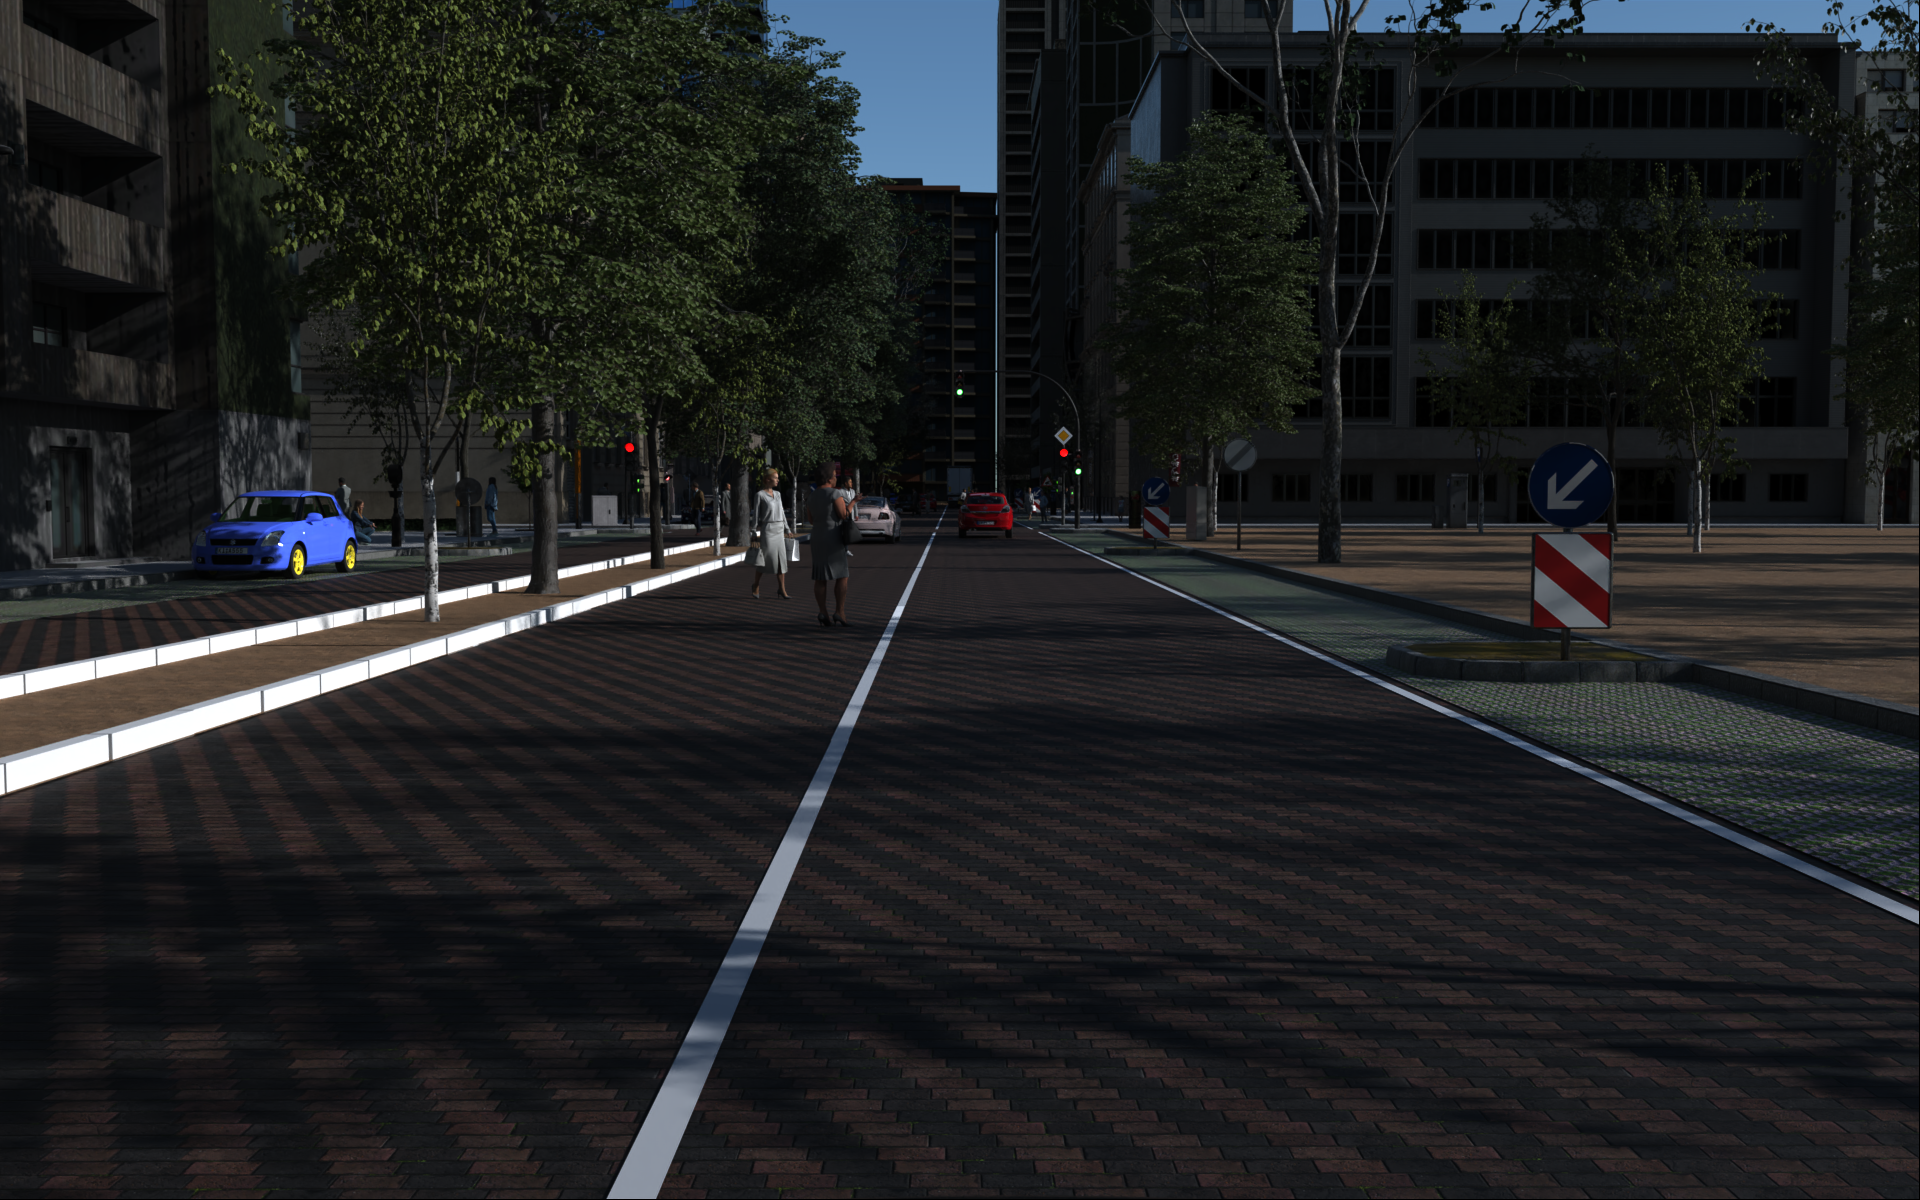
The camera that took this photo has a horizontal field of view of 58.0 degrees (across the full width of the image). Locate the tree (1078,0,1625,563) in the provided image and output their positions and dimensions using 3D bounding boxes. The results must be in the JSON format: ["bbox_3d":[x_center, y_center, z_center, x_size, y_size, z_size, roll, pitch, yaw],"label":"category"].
[{"bbox_3d":[5.901,-10.693,30.716,12.611,20.169,13.585,0,3,0],"label":"tree"}]

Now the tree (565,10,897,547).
[{"bbox_3d":[-6.042,-8.426,46.873,9.857,13.997,8.962,0,3,0],"label":"tree"}]

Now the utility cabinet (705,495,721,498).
[{"bbox_3d":[-14.131,-5.367,98.907,1.020,1.237,0.306,2,4,29],"label":"utility cabinet"}]

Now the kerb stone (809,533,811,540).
[{"bbox_3d":[-4.801,-1.936,53.852,0.120,0.150,1.000,0,4,0],"label":"kerb stone"}]

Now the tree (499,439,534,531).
[{"bbox_3d":[-14.925,-4.019,60.307,1.663,3.219,1.824,0,3,0],"label":"tree"}]

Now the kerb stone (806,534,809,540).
[{"bbox_3d":[-4.791,-1.874,52.830,0.120,0.150,1.000,0,4,0],"label":"kerb stone"}]

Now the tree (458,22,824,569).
[{"bbox_3d":[-5.736,-5.881,33.031,8.767,10.594,7.601,0,4,0],"label":"tree"}]

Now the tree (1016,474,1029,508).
[{"bbox_3d":[6.008,-10.360,163.987,1.663,3.219,1.824,0,3,0],"label":"tree"}]

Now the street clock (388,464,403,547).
[{"bbox_3d":[-13.716,-2.295,42.101,0.358,2.002,0.471,0,4,-1],"label":"street clock"}]

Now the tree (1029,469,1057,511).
[{"bbox_3d":[6.735,-8.482,133.281,1.663,3.219,1.824,0,3,0],"label":"tree"}]

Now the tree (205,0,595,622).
[{"bbox_3d":[-5.858,-4.039,18.854,4.737,8.622,4.395,0,3,0],"label":"tree"}]

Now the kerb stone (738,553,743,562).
[{"bbox_3d":[-4.729,-0.863,36.427,0.120,0.150,1.000,0,4,0],"label":"kerb stone"}]

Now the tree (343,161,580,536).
[{"bbox_3d":[-15.158,-7.787,53.080,9.928,11.665,9.643,0,3,0],"label":"tree"}]

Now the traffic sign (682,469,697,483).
[{"bbox_3d":[-14.071,-5.526,90.080,0.795,2.593,0.064,0,4,6],"label":"traffic sign"}]

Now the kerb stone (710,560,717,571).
[{"bbox_3d":[-4.708,-0.619,32.323,0.120,0.150,1.000,0,4,0],"label":"kerb stone"}]

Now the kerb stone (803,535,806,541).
[{"bbox_3d":[-4.788,-1.811,51.798,0.120,0.150,1.000,0,4,0],"label":"kerb stone"}]

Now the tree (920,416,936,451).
[{"bbox_3d":[-6.112,-10.728,112.276,8.767,10.594,7.601,0,4,0],"label":"tree"}]

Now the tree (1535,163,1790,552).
[{"bbox_3d":[16.063,-5.351,37.849,4.737,8.622,4.395,0,3,0],"label":"tree"}]

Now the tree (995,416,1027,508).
[{"bbox_3d":[5.678,-12.631,156.881,4.360,8.622,3.978,0,3,0],"label":"tree"}]

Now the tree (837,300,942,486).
[{"bbox_3d":[-5.983,-10.738,88.397,12.009,13.543,11.850,0,3,0],"label":"tree"}]

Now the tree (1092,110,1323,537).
[{"bbox_3d":[7.696,-8.155,51.462,7.486,12.596,7.792,0,3,0],"label":"tree"}]

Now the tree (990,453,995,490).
[{"bbox_3d":[6.141,-15.635,206.001,4.360,8.622,3.978,0,3,0],"label":"tree"}]

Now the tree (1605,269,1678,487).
[{"bbox_3d":[22.815,-6.367,54.465,4.360,8.622,3.978,0,3,0],"label":"tree"}]

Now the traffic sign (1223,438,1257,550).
[{"bbox_3d":[6.388,-2.416,39.604,0.768,2.556,0.104,0,4,4],"label":"traffic sign"}]

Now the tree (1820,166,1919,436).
[{"bbox_3d":[30.565,-8.258,53.151,7.486,12.596,7.792,0,3,0],"label":"tree"}]

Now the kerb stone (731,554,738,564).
[{"bbox_3d":[-4.713,-0.807,35.393,0.120,0.150,1.000,0,4,0],"label":"kerb stone"}]

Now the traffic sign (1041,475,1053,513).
[{"bbox_3d":[5.945,-7.190,117.564,0.884,2.594,0.081,0,4,1],"label":"traffic sign"}]

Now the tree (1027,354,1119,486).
[{"bbox_3d":[6.315,-8.631,91.484,4.360,8.622,3.978,0,3,0],"label":"tree"}]

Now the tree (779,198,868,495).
[{"bbox_3d":[-7.231,-14.819,100.639,12.611,20.169,13.585,0,3,0],"label":"tree"}]

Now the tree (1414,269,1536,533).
[{"bbox_3d":[16.858,-6.458,55.955,4.737,8.622,4.395,0,3,0],"label":"tree"}]

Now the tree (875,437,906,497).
[{"bbox_3d":[-5.951,-10.964,132.085,4.737,8.622,4.395,0,3,0],"label":"tree"}]

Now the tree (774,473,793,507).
[{"bbox_3d":[-14.733,-9.197,144.974,1.663,3.219,1.824,0,3,0],"label":"tree"}]

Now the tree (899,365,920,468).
[{"bbox_3d":[-5.850,-7.307,56.343,8.767,10.594,7.601,0,4,0],"label":"tree"}]

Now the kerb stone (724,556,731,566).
[{"bbox_3d":[-4.713,-0.744,34.366,0.120,0.150,1.000,0,4,0],"label":"kerb stone"}]

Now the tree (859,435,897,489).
[{"bbox_3d":[-6.063,-10.136,118.551,4.360,8.622,3.978,0,3,0],"label":"tree"}]

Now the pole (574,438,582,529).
[{"bbox_3d":[-14.002,-4.259,63.482,0.158,3.312,0.155,0,3,0],"label":"pole"}]

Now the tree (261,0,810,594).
[{"bbox_3d":[-6.079,-6.382,24.933,7.486,12.596,7.792,0,3,0],"label":"tree"}]

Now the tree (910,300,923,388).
[{"bbox_3d":[-6.082,-10.239,76.520,9.857,13.997,8.962,0,3,0],"label":"tree"}]

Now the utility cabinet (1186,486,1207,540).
[{"bbox_3d":[6.554,-2.401,47.932,0.318,1.500,1.173,0,4,-6],"label":"utility cabinet"}]

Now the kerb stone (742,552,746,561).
[{"bbox_3d":[-4.722,-0.933,37.448,0.120,0.150,1.000,0,4,0],"label":"kerb stone"}]

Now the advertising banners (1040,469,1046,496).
[{"bbox_3d":[5.667,-7.491,118.664,0.090,3.025,2.074,0,4,-8],"label":"advertising banners"}]

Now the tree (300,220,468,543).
[{"bbox_3d":[-14.989,-5.816,45.462,4.360,8.622,3.978,0,3,0],"label":"tree"}]

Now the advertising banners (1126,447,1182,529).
[{"bbox_3d":[7.204,-4.151,64.063,2.074,3.025,0.090,0,4,2],"label":"advertising banners"}]

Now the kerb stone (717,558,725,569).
[{"bbox_3d":[-4.708,-0.679,33.345,0.120,0.150,1.000,0,4,0],"label":"kerb stone"}]

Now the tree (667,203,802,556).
[{"bbox_3d":[-5.594,-5.311,39.655,4.737,8.622,4.395,0,3,0],"label":"tree"}]

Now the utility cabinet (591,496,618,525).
[{"bbox_3d":[-14.580,-3.660,71.008,1.020,1.237,0.306,-1,4,-22],"label":"utility cabinet"}]

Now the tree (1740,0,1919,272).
[{"bbox_3d":[10.028,-4.037,16.375,4.360,8.622,3.978,0,3,0],"label":"tree"}]

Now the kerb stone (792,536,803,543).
[{"bbox_3d":[-4.779,-1.745,50.776,0.120,0.150,1.000,0,4,0],"label":"kerb stone"}]

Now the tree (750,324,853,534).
[{"bbox_3d":[-6.013,-6.709,62.515,4.360,8.622,3.978,0,3,0],"label":"tree"}]

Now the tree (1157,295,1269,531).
[{"bbox_3d":[8.946,-6.760,60.893,4.360,8.622,3.978,0,3,0],"label":"tree"}]

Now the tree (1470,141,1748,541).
[{"bbox_3d":[17.373,-6.866,46.674,7.601,10.594,8.767,0,4,-7],"label":"tree"}]
